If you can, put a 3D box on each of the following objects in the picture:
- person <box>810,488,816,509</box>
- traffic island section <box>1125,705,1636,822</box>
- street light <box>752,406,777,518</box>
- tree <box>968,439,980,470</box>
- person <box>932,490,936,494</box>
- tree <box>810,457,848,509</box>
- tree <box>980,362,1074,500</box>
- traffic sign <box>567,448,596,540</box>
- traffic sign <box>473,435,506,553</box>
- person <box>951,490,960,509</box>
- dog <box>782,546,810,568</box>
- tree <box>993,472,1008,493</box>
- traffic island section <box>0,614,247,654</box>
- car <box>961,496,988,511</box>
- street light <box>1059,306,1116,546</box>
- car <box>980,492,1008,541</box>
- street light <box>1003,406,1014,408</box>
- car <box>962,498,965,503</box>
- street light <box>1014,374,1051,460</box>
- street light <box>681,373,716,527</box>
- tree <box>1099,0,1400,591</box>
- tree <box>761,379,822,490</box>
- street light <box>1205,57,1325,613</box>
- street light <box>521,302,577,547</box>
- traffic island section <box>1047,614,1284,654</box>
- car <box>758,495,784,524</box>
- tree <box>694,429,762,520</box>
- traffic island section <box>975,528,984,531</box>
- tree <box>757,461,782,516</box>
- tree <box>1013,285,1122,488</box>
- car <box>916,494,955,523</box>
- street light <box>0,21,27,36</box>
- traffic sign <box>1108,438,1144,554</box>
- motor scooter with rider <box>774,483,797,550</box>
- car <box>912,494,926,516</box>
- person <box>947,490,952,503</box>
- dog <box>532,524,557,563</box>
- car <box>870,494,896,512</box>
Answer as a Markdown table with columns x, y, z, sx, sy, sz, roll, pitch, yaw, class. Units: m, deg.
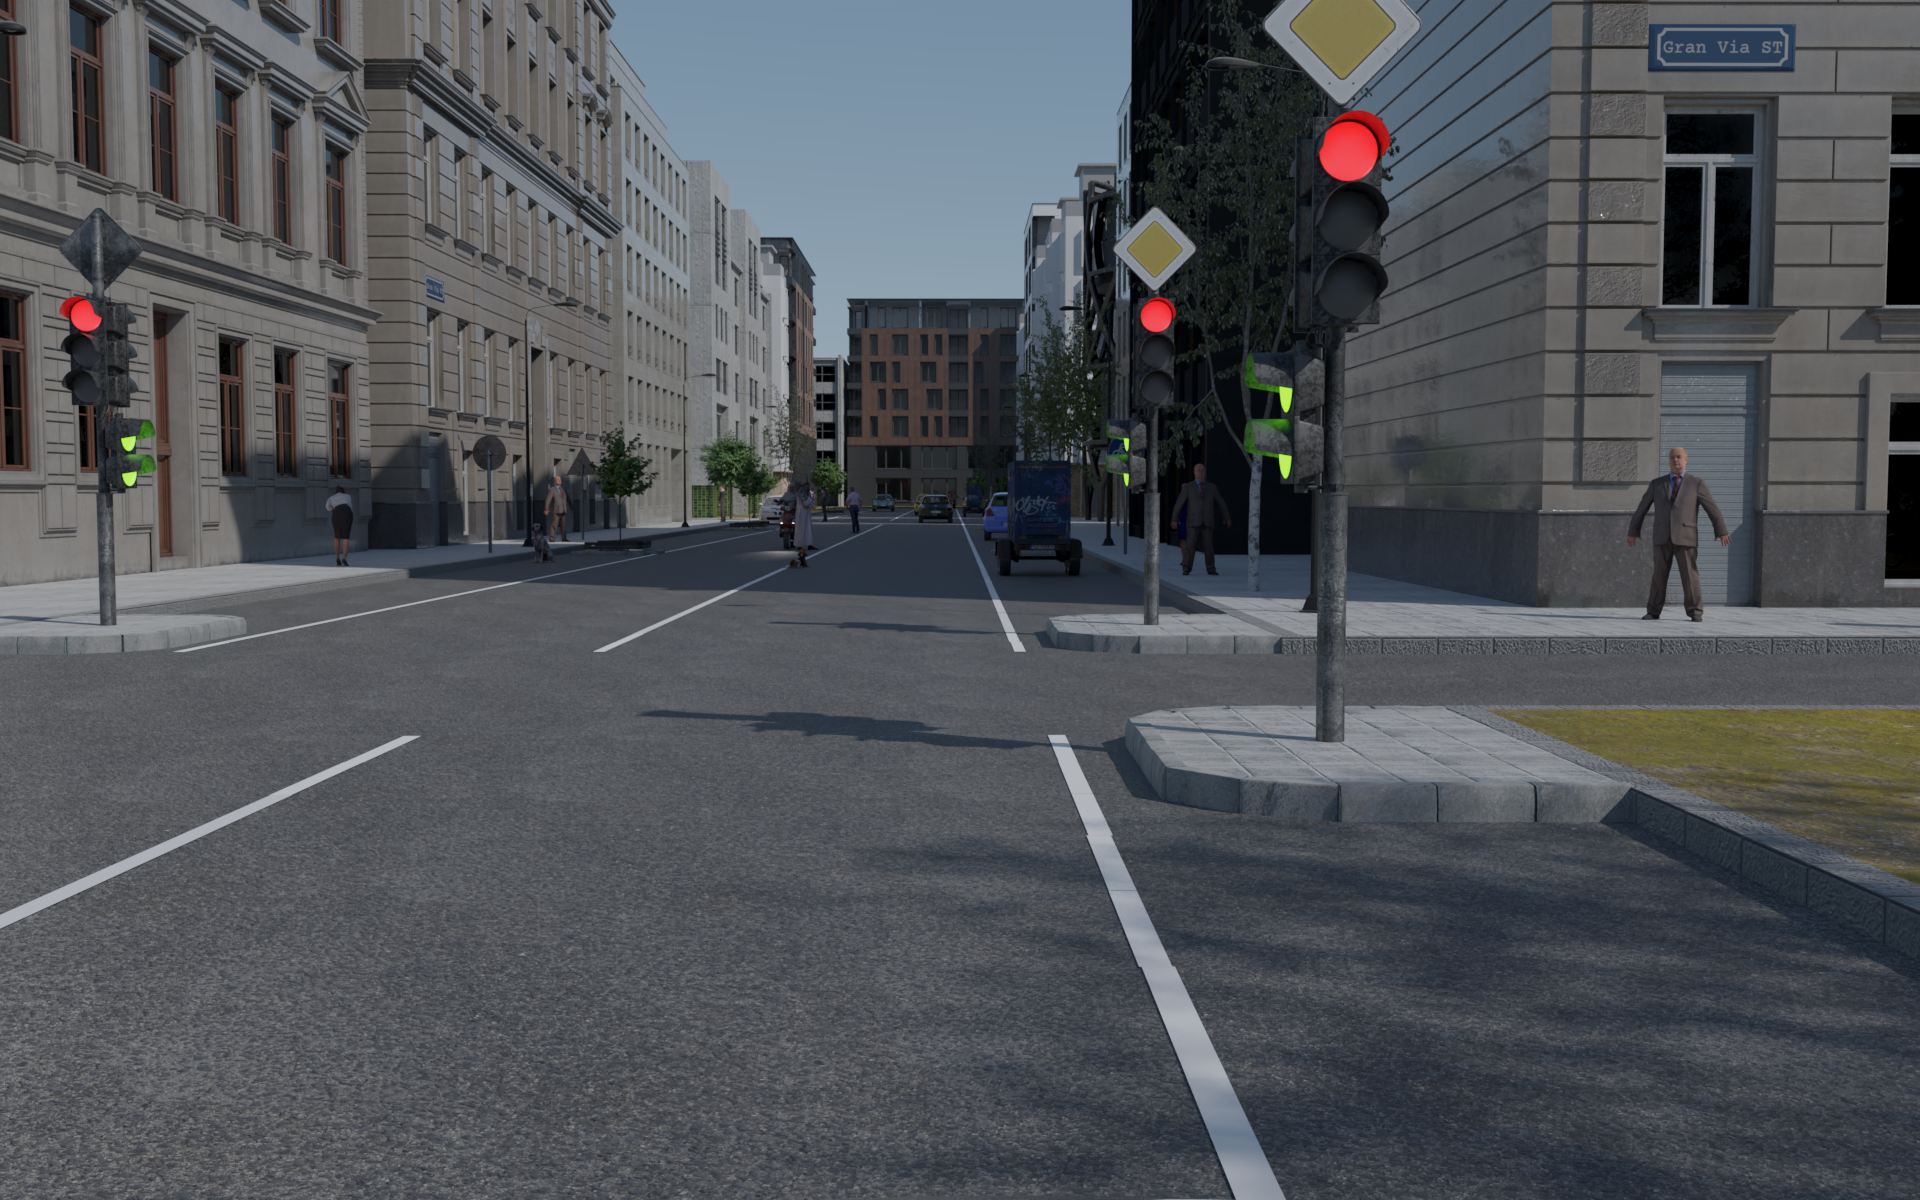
| x | y | z | sx | sy | sz | roll | pitch | yaw | class |
| --- | --- | --- | --- | --- | --- | --- | --- | --- | --- |
| -12.795 | -8.858 | 150.740 | 0.709 | 1.838 | 0.599 | -3 | 5 | -40 | person |
| 1.946 | 0.812 | 9.007 | 2.009 | 0.180 | 2.903 | 0 | 4 | 0 | traffic island section |
| -10.276 | -7.243 | 90.957 | 1.470 | 5.913 | 1.316 | 0 | 4 | 0 | street light |
| 2.941 | -13.353 | 168.680 | 4.360 | 8.622 | 3.978 | 0 | 3 | 0 | tree |
| -2.533 | -9.768 | 168.220 | 1.348 | 1.823 | 0.705 | 2 | 4 | 25 | person |
| -11.495 | -10.254 | 151.361 | 4.285 | 4.588 | 4.351 | 0 | 3 | 0 | tree |
| 4.043 | -8.925 | 96.284 | 4.360 | 8.622 | 3.978 | 0 | 3 | 0 | tree |
| -10.559 | -2.962 | 48.427 | 0.884 | 2.594 | 0.081 | 0 | 4 | 4 | traffic sign |
| -10.224 | -2.294 | 37.620 | 0.768 | 2.556 | 0.104 | 1 | 4 | 9 | traffic sign |
| -0.545 | -9.561 | 164.913 | 1.348 | 1.812 | 0.705 | -3 | 5 | -44 | person |
| -3.216 | -0.830 | 33.760 | 0.748 | 0.427 | 0.550 | -2 | 4 | -25 | dog |
| 3.640 | -9.598 | 151.535 | 1.663 | 3.219 | 1.824 | 0 | 3 | 0 | tree |
| -8.343 | 0.327 | 16.936 | 2.009 | 0.180 | 2.903 | 0 | 4 | 0 | traffic island section |
| 1.081 | -7.342 | 130.257 | 2.015 | 1.641 | 3.980 | 0 | 4 | -1 | car |
| 3.151 | -4.301 | 42.869 | 1.470 | 5.913 | 1.316 | 0 | 4 | 0 | street light |
| 1.600 | -2.751 | 54.565 | 1.945 | 1.707 | 3.694 | 0 | 4 | 1 | car |
| 2.941 | -7.272 | 91.431 | 1.470 | 5.913 | 1.316 | 0 | 4 | 0 | street light |
| 1.105 | -7.884 | 138.487 | 1.945 | 1.707 | 3.694 | 0 | 4 | 1 | car |
| 2.955 | -5.786 | 67.138 | 1.470 | 5.913 | 1.316 | 0 | 4 | 0 | street light |
| -10.069 | -5.758 | 66.689 | 1.470 | 5.913 | 1.316 | 0 | 4 | 0 | street light |
| 3.878 | -4.436 | 22.894 | 4.360 | 8.622 | 3.978 | 0 | 3 | 0 | tree |
| -10.900 | -9.783 | 110.317 | 4.360 | 8.622 | 3.978 | 0 | 3 | 0 | tree |
| 3.311 | -2.817 | 18.601 | 1.470 | 5.913 | 1.316 | 0 | 4 | 0 | street light |
| -9.930 | -4.243 | 41.918 | 1.470 | 5.913 | 1.316 | 0 | 4 | 0 | street light |
| 1.898 | 0.323 | 16.992 | 2.009 | 0.180 | 2.903 | 0 | 4 | 0 | traffic island section |
| -8.540 | -4.299 | 82.656 | 2.083 | 1.381 | 4.827 | 0 | 4 | -2 | car |
| -11.657 | -6.337 | 87.329 | 4.285 | 4.588 | 4.351 | 0 | 3 | 0 | tree |
| 1.585 | -2.810 | 68.804 | 1.991 | 0.108 | 1.994 | 0 | 4 | 0 | traffic island section |
| -11.404 | -6.476 | 100.482 | 1.663 | 3.219 | 1.824 | 0 | 3 | 0 | tree |
| 3.739 | -6.821 | 61.878 | 4.737 | 8.622 | 4.395 | 0 | 3 | 0 | tree |
| -1.226 | -4.705 | 86.719 | 2.009 | 1.686 | 4.222 | 0 | 4 | -1 | car |
| -9.869 | -2.729 | 17.165 | 1.470 | 5.913 | 1.316 | 0 | 4 | 0 | street light |
| 3.516 | -2.241 | 36.739 | 0.768 | 2.556 | 0.104 | 0 | 4 | 2 | traffic sign |
| -4.502 | -2.238 | 45.560 | 0.876 | 1.779 | 1.986 | 0 | 4 | 0 | motor scooter with rider |
| -2.218 | -6.522 | 116.858 | 2.015 | 1.641 | 3.980 | 0 | 4 | 0 | car |
| -0.701 | -7.822 | 137.113 | 0.721 | 1.743 | 1.217 | 0 | 4 | -3 | person |
| -8.615 | -1.186 | 36.226 | 0.800 | 0.831 | 0.513 | -2 | 4 | -29 | dog |
| -6.294 | -8.000 | 142.590 | 2.131 | 1.459 | 4.920 | 0 | 4 | -1 | car |
